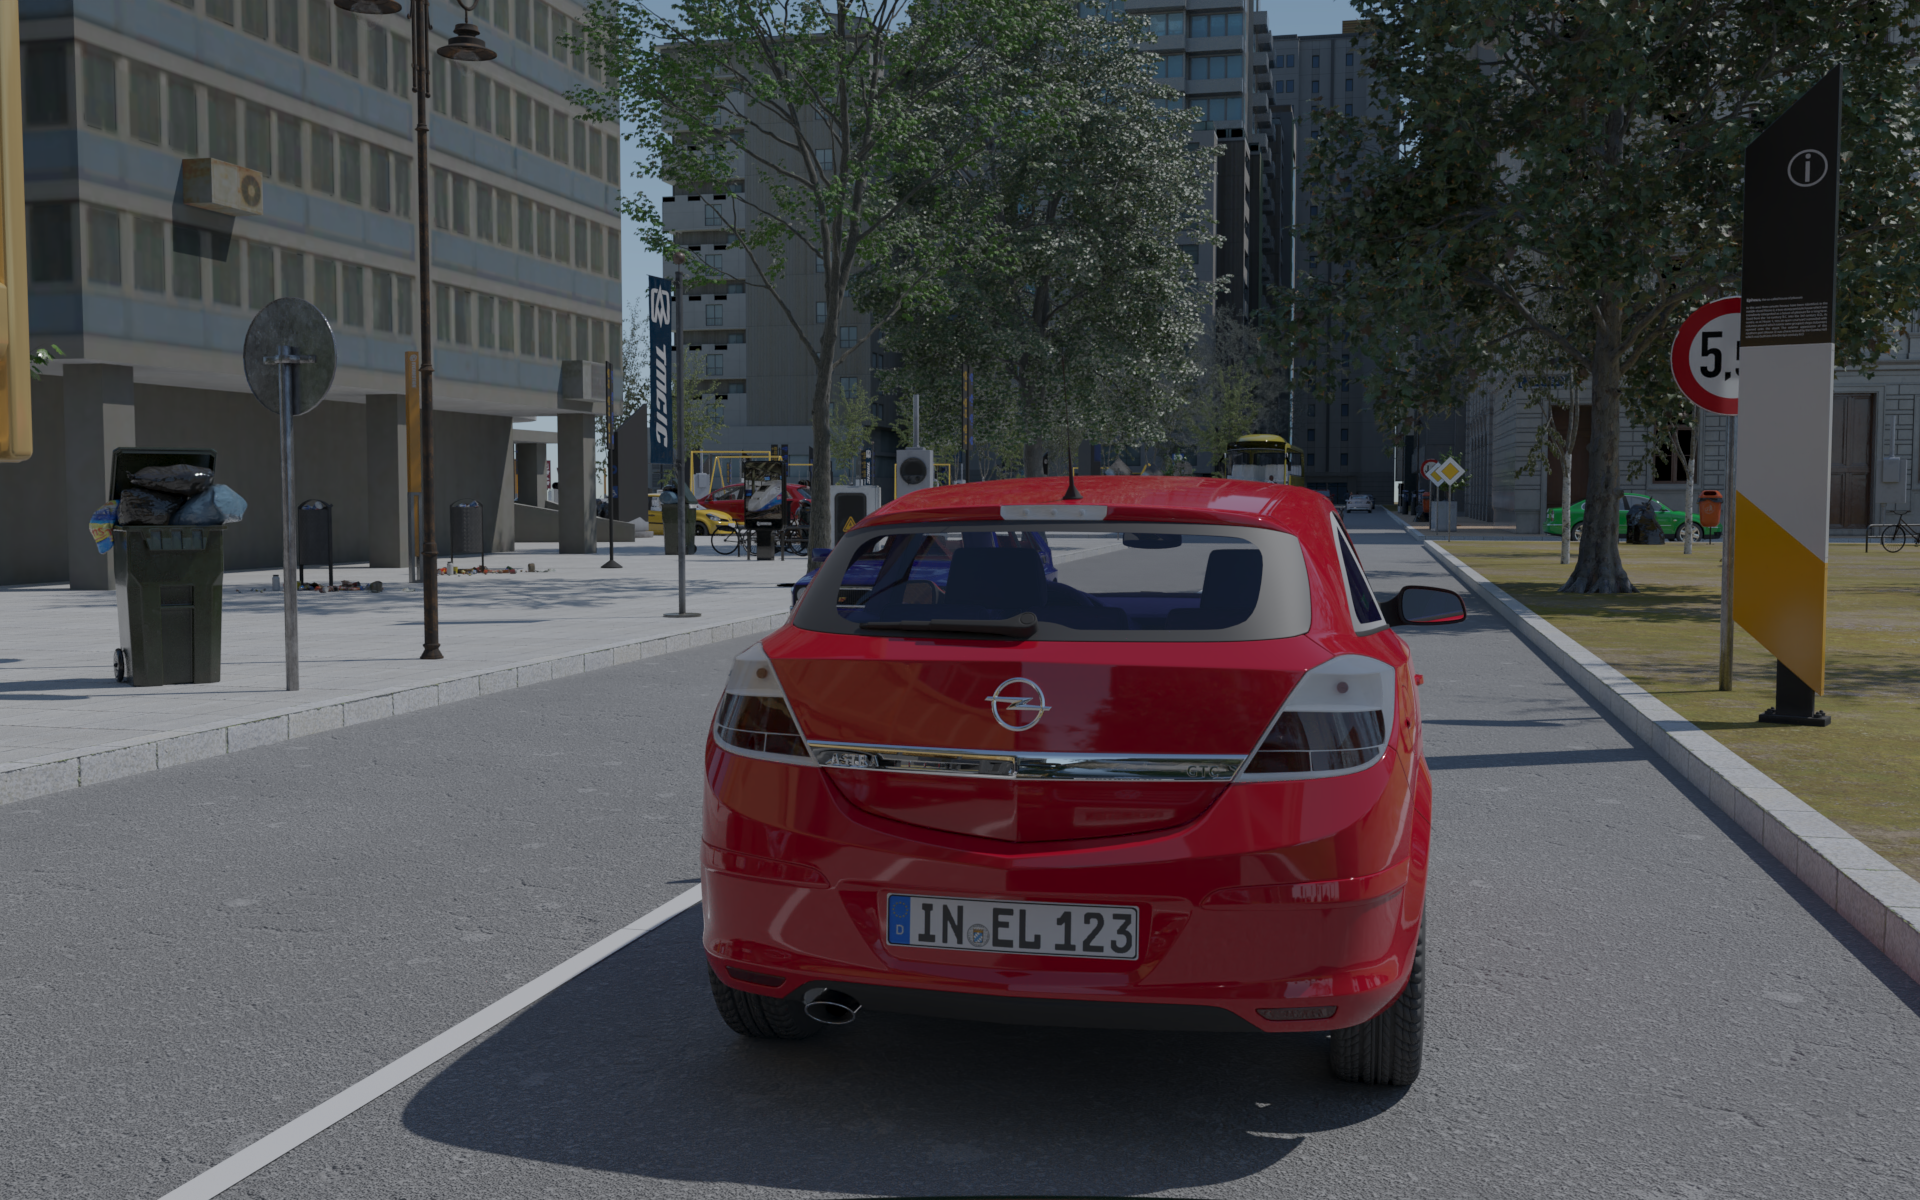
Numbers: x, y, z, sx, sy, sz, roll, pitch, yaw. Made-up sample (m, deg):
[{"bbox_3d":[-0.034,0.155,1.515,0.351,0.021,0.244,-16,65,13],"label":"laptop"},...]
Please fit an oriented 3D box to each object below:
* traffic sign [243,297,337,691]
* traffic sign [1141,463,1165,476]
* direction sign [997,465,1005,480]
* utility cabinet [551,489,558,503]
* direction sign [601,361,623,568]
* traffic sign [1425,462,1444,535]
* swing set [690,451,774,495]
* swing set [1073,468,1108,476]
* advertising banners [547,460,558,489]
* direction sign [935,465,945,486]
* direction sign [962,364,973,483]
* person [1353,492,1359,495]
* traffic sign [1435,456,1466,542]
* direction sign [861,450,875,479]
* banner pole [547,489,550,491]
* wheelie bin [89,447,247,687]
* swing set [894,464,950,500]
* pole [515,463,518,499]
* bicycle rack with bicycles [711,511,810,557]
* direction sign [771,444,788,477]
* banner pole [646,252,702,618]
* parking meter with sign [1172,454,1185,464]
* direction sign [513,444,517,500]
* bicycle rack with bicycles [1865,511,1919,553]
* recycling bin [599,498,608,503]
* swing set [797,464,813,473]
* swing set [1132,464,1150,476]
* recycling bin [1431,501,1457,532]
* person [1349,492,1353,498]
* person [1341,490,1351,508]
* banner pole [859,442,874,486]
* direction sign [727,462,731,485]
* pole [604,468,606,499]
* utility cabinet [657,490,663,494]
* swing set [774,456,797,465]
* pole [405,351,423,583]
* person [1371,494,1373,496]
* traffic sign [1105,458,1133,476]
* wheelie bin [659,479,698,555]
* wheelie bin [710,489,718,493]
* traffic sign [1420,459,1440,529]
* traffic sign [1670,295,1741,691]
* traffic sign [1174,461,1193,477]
[{"bbox_3d":[-4.359,-0.681,11.233,0.768,2.556,0.104,1,4,22],"label":"traffic sign"},{"bbox_3d":[6.239,-3.206,56.063,0.795,2.450,0.064,1,4,13],"label":"traffic sign"},{"bbox_3d":[3.151,-8.690,134.079,0.876,3.537,0.379,-3,4,-38],"label":"direction sign"},{"bbox_3d":[-17.731,-4.125,76.124,0.318,1.500,1.173,-1,4,-18],"label":"utility cabinet"},{"bbox_3d":[-6.040,-2.320,29.929,0.379,3.537,0.876,0,4,-5],"label":"direction sign"},{"bbox_3d":[14.895,-3.081,54.023,0.795,2.450,0.064,1,4,13],"label":"traffic sign"},{"bbox_3d":[-8.490,-4.015,63.269,3.119,2.851,2.862,0,4,-5],"label":"swing set"},{"bbox_3d":[8.227,-6.400,102.265,3.119,2.851,2.862,0,4,5],"label":"swing set"},{"bbox_3d":[-20.731,-5.720,89.716,2.074,3.025,0.090,-3,5,-43],"label":"advertising banners"},{"bbox_3d":[-1.522,-8.588,132.418,0.876,3.537,0.379,-1,4,-23],"label":"direction sign"},{"bbox_3d":[0.132,-2.359,30.574,0.379,3.537,0.876,1,4,12],"label":"direction sign"},{"bbox_3d":[40.497,-10.218,177.034,0.593,1.643,0.415,1,4,13],"label":"person"},{"bbox_3d":[13.075,-2.606,46.248,0.795,2.450,0.064,1,4,13],"label":"traffic sign"},{"bbox_3d":[-4.738,-5.950,89.287,0.876,3.537,0.379,2,4,34],"label":"direction sign"},{"bbox_3d":[-33.061,-9.093,138.691,0.863,3.779,0.401,0,4,5],"label":"banner pole"},{"bbox_3d":[-5.355,-0.238,11.792,0.980,1.594,0.693,-2,4,-34],"label":"wheelie bin"},{"bbox_3d":[-2.083,-5.668,90.294,3.119,2.851,2.862,0,4,-1],"label":"swing set"},{"bbox_3d":[-25.663,-6.510,100.276,0.158,3.312,0.155,0,3,0],"label":"pole"},{"bbox_3d":[-3.776,-1.399,36.260,2.925,0.926,2.852,0,4,2],"label":"bicycle rack with bicycles"},{"bbox_3d":[-8.207,-5.315,78.902,0.876,3.537,0.379,1,4,23],"label":"direction sign"},{"bbox_3d":[-2.986,-1.700,17.809,0.401,3.779,0.863,1,4,20],"label":"banner pole"},{"bbox_3d":[9.792,-4.839,75.377,0.543,3.016,1.738,2,4,28],"label":"parking meter with sign"},{"bbox_3d":[-17.723,-4.699,68.829,0.379,3.537,0.876,3,5,41],"label":"direction sign"},{"bbox_3d":[21.149,-1.460,37.257,2.925,0.926,2.852,-1,4,-20],"label":"bicycle rack with bicycles"},{"bbox_3d":[-20.476,-5.277,98.831,0.722,1.027,0.722,3,5,44],"label":"recycling bin"},{"bbox_3d":[-8.611,-5.681,90.507,3.119,2.851,2.862,0,4,-6],"label":"swing set"},{"bbox_3d":[9.794,-5.665,90.236,2.862,2.851,3.119,0,4,7],"label":"swing set"},{"bbox_3d":[16.541,-2.852,59.180,0.722,1.027,0.722,0,4,2],"label":"recycling bin"},{"bbox_3d":[43.467,-11.160,192.430,0.415,1.643,0.593,-3,4,-37],"label":"person"},{"bbox_3d":[40.299,-10.503,180.203,1.348,1.826,0.705,-1,4,-15],"label":"person"},{"bbox_3d":[-4.281,-5.663,82.614,0.401,3.779,0.863,2,4,29],"label":"banner pole"},{"bbox_3d":[-16.574,-8.092,124.294,0.379,3.537,0.876,1,4,11],"label":"direction sign"},{"bbox_3d":[-27.585,-8.607,134.573,0.158,3.312,0.155,0,3,0],"label":"pole"},{"bbox_3d":[-15.888,-5.240,94.351,1.173,1.500,0.318,-2,4,-27],"label":"utility cabinet"},{"bbox_3d":[-8.858,-4.527,71.644,3.119,2.851,2.862,1,4,16],"label":"swing set"},{"bbox_3d":[-7.841,-1.897,24.867,0.158,3.312,0.155,0,3,0],"label":"pole"},{"bbox_3d":[40.783,-9.812,172.163,0.421,1.427,0.697,-2,4,-31],"label":"person"},{"bbox_3d":[4.418,-2.731,48.288,0.795,2.450,0.064,1,4,13],"label":"traffic sign"},{"bbox_3d":[-5.956,-1.755,36.604,0.693,1.594,0.980,1,4,10],"label":"wheelie bin"},{"bbox_3d":[-14.260,-5.683,100.818,0.980,1.594,0.693,0,4,8],"label":"wheelie bin"},{"bbox_3d":[17.047,-3.828,62.696,0.768,2.556,0.104,1,4,19],"label":"traffic sign"},{"bbox_3d":[4.997,-0.680,11.229,0.768,2.556,0.104,1,4,22],"label":"traffic sign"},{"bbox_3d":[8.469,-4.030,65.998,0.768,2.556,0.104,1,4,21],"label":"traffic sign"}]
